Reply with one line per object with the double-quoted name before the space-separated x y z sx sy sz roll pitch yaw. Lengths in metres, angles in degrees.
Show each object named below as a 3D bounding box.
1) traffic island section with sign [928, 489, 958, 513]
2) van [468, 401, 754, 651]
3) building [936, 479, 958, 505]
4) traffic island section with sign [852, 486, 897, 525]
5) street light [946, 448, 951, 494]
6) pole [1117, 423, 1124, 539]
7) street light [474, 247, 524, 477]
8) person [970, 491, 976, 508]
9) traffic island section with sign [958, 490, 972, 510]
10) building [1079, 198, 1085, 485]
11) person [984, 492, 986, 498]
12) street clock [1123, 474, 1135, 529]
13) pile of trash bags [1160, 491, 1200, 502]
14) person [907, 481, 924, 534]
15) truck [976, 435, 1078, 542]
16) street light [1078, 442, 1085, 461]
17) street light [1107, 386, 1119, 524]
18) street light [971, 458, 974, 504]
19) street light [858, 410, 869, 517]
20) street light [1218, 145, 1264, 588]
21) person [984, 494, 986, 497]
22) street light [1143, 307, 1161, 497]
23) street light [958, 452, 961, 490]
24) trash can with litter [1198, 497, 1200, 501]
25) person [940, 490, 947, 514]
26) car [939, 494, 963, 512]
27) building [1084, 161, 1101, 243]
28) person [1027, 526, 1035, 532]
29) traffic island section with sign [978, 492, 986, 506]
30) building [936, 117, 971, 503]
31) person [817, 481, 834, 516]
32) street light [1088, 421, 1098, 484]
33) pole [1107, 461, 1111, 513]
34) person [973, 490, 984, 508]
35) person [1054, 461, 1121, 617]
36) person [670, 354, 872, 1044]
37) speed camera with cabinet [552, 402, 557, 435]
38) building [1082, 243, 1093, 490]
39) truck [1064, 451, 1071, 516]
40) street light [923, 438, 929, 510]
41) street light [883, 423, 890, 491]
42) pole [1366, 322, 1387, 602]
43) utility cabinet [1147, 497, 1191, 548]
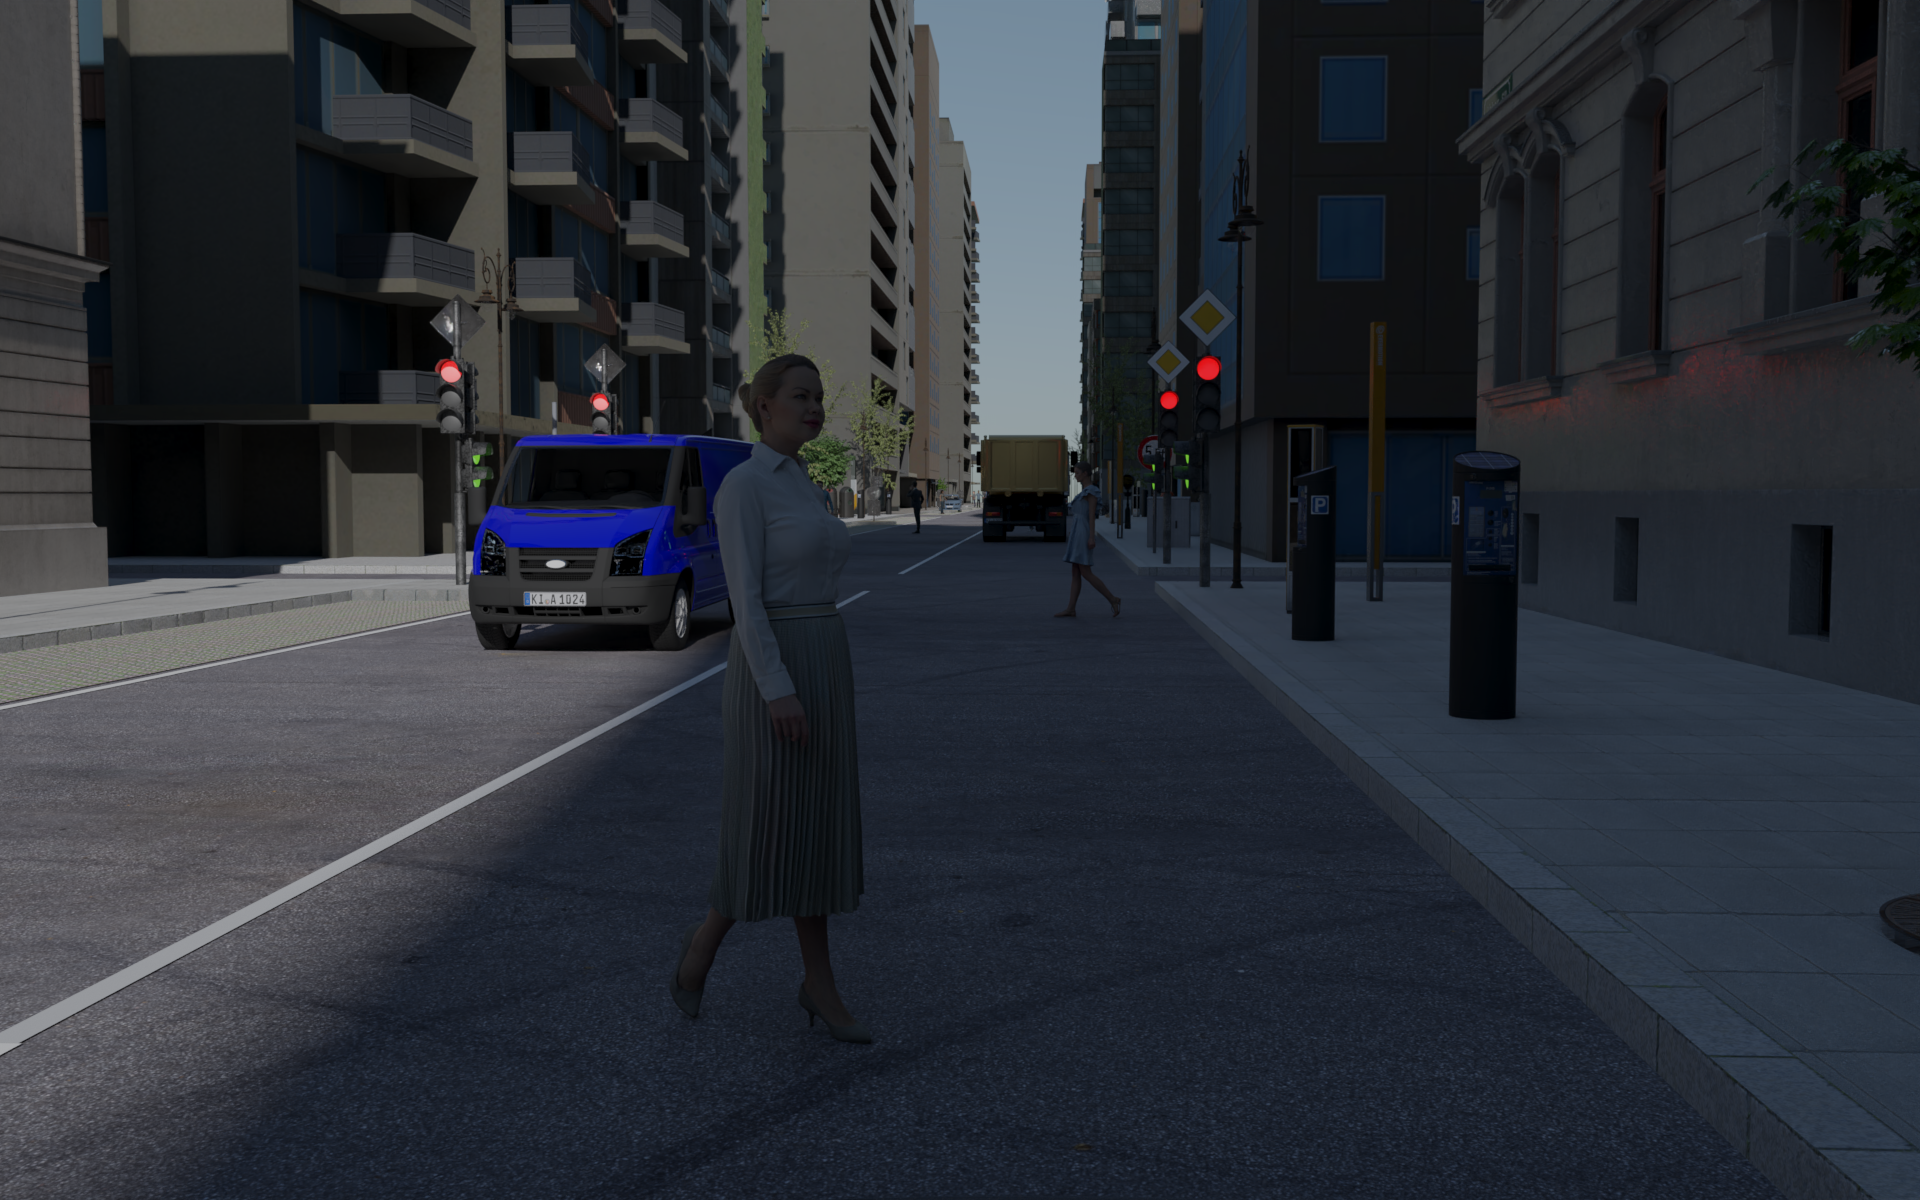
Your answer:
"traffic island section with sign" -1.382 -7.441 130.295 1.989 1.847 2.006 0 4 3
"van" -3.324 -0.810 17.625 2.240 2.365 5.245 0 4 4
"building" -16.620 -31.346 204.392 32.217 40.220 23.993 0 4 3
"traffic island section with sign" -4.019 -4.455 81.473 1.989 1.847 2.006 0 4 3
"street light" -1.168 -12.184 171.990 0.468 5.910 1.993 0 4 3
"pole" 4.614 -3.425 49.846 0.158 3.312 0.155 0 3 0
"street light" -8.661 -3.664 32.687 0.468 5.910 1.993 0 4 3
"person" 1.339 -10.618 182.626 0.750 1.759 0.617 1 4 13
"traffic island section with sign" 0.086 -9.124 157.798 1.989 1.847 2.006 0 4 3
"building" 28.452 -36.443 250.474 22.147 44.769 28.867 0 4 3
"person" 3.218 -12.382 211.870 0.541 1.710 0.530 0 4 -7
"street clock" 6.155 -3.605 63.519 0.471 2.002 0.358 2 4 25
"pile of trash bags" 7.248 -2.884 56.912 1.912 1.369 3.447 1 4 23
"person" -1.632 -3.369 62.948 0.474 1.900 0.648 2 4 28
"truck" 2.104 -3.632 55.310 3.469 3.379 9.791 0 4 3
"street light" 10.764 -10.931 151.508 0.468 5.910 1.993 0 4 3
"street light" 6.564 -6.211 74.339 0.468 5.910 1.993 0 4 3
"street light" 1.623 -15.367 224.033 0.468 5.910 1.993 0 4 3
"street light" -5.298 -7.503 95.467 0.468 5.910 1.993 0 4 3
"street light" 3.773 -3.097 23.431 0.468 5.910 1.993 0 4 3
"person" 3.161 -11.749 200.696 1.348 1.812 0.705 -3 4 -37
"street light" 4.785 -4.289 42.910 0.468 5.910 1.993 0 4 3
"street light" -0.066 -13.441 192.547 0.468 5.910 1.993 0 4 3
"trash can with litter" 10.998 -3.981 76.155 2.233 1.210 1.678 2 4 34
"person" -1.192 -7.015 123.908 0.721 1.735 1.217 1 4 20
"car" -0.759 -7.686 137.674 2.014 1.417 4.499 0 4 2
"building" 23.420 -35.392 228.777 14.600 45.320 14.200 0 4 3
"person" 2.649 -3.469 65.883 0.731 1.740 0.598 2 4 35
"traffic island section with sign" 3.140 -12.601 214.647 1.989 1.847 2.006 0 4 3
"building" -9.661 -36.896 226.953 21.300 48.544 21.600 0 4 3
"person" -3.992 -2.545 50.130 0.660 1.820 0.620 -1 4 -10
"street light" 8.278 -8.163 106.261 0.468 5.910 1.993 0 4 3
"pole" 9.180 -6.885 106.413 0.158 3.312 0.155 0 3 0
"person" 1.936 -10.444 179.240 1.348 1.826 0.705 -1 4 -19
"person" 1.476 -0.699 20.030 0.778 1.811 0.616 0 4 7
"person" -0.518 0.252 4.604 0.641 1.798 0.478 3 4 37
"speed camera with cabinet" -8.488 -2.589 36.661 0.660 3.252 2.038 0 4 -4
"building" 21.112 -26.214 200.292 14.160 30.474 14.107 0 4 3
"truck" 6.202 -7.923 118.460 2.839 4.237 11.283 0 4 3
"street light" -2.772 -10.264 140.596 0.468 5.910 1.993 0 4 3
"street light" -4.534 -8.339 109.133 0.468 5.910 1.993 0 4 3
"pole" 4.965 -1.639 20.645 0.158 3.312 0.155 0 3 0
"utility cabinet" 5.011 -1.859 41.563 1.020 1.237 0.306 1 4 13
